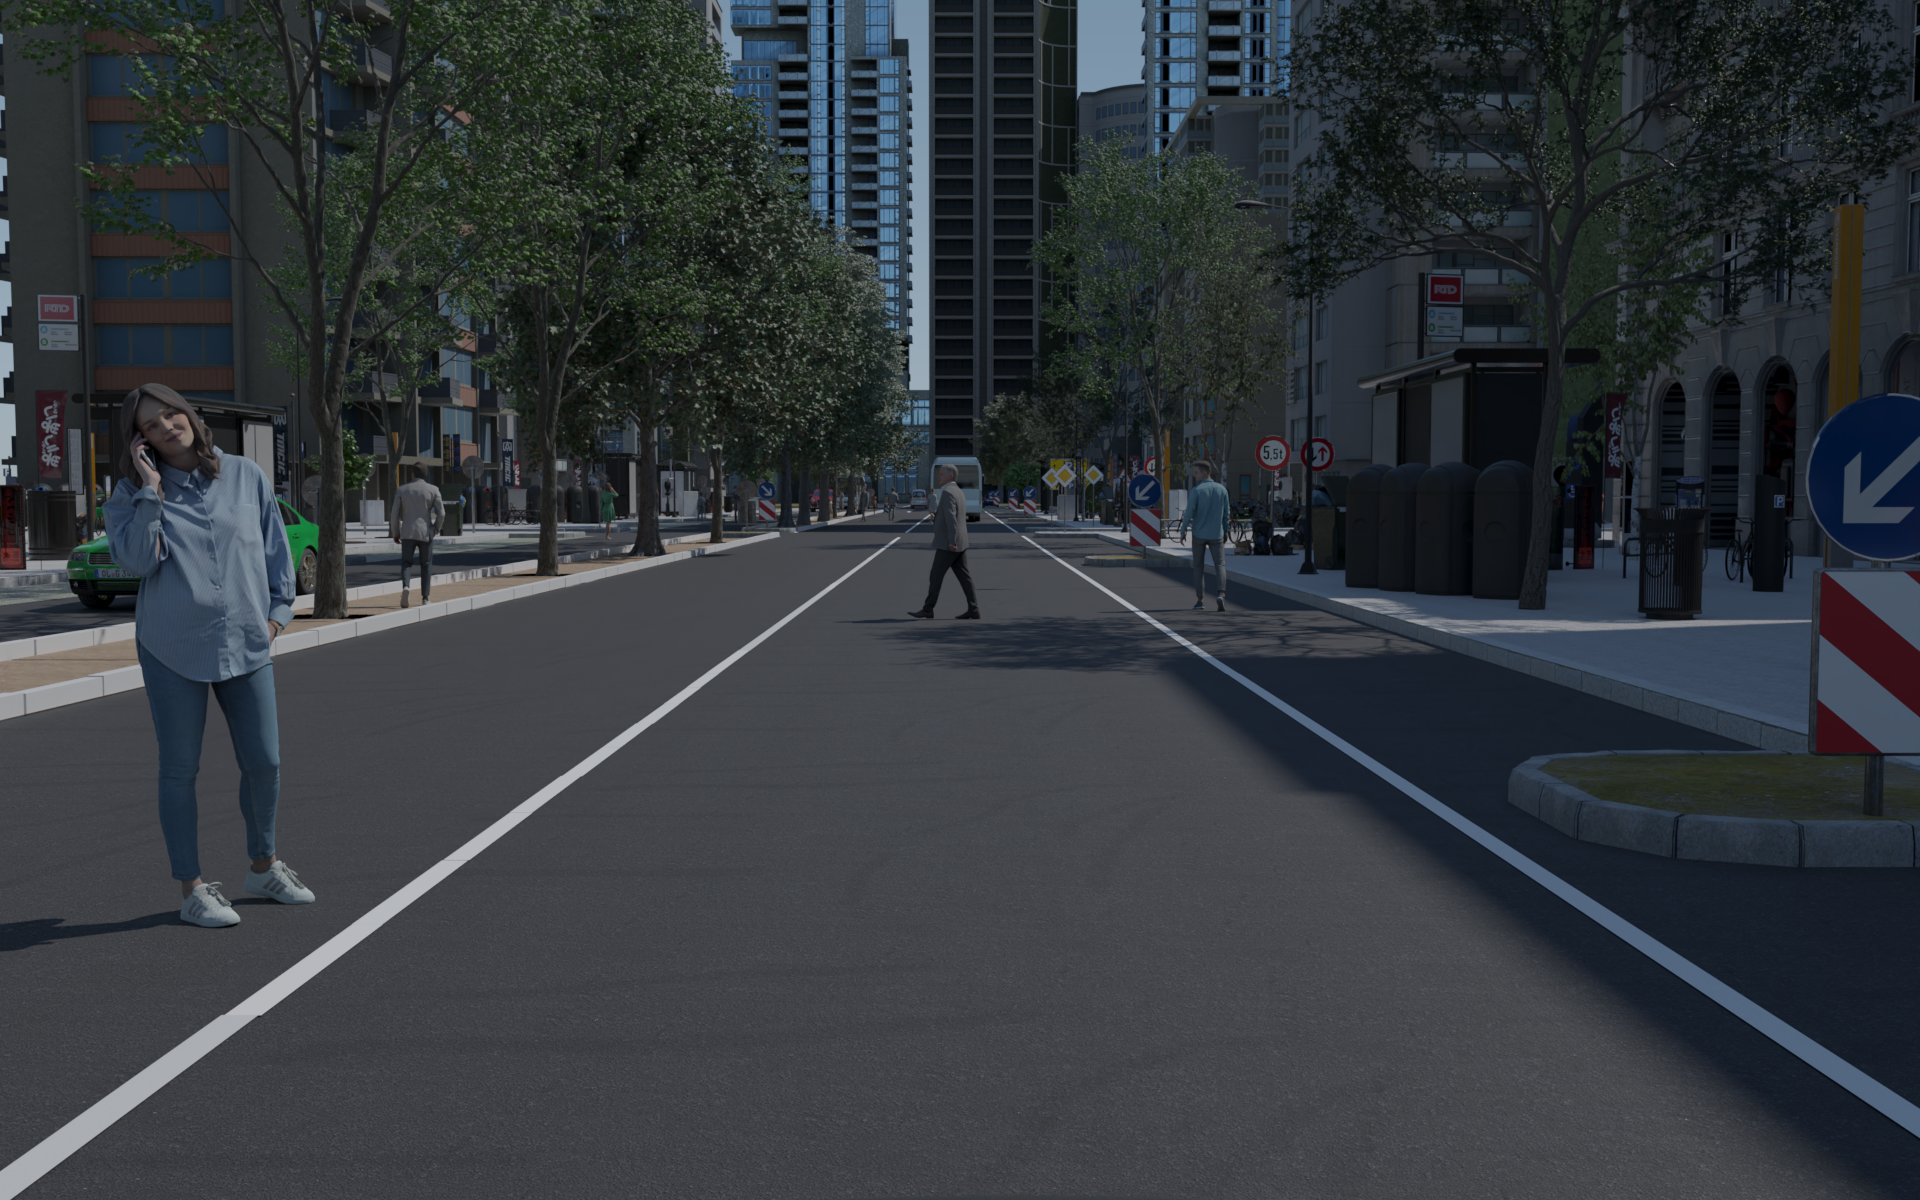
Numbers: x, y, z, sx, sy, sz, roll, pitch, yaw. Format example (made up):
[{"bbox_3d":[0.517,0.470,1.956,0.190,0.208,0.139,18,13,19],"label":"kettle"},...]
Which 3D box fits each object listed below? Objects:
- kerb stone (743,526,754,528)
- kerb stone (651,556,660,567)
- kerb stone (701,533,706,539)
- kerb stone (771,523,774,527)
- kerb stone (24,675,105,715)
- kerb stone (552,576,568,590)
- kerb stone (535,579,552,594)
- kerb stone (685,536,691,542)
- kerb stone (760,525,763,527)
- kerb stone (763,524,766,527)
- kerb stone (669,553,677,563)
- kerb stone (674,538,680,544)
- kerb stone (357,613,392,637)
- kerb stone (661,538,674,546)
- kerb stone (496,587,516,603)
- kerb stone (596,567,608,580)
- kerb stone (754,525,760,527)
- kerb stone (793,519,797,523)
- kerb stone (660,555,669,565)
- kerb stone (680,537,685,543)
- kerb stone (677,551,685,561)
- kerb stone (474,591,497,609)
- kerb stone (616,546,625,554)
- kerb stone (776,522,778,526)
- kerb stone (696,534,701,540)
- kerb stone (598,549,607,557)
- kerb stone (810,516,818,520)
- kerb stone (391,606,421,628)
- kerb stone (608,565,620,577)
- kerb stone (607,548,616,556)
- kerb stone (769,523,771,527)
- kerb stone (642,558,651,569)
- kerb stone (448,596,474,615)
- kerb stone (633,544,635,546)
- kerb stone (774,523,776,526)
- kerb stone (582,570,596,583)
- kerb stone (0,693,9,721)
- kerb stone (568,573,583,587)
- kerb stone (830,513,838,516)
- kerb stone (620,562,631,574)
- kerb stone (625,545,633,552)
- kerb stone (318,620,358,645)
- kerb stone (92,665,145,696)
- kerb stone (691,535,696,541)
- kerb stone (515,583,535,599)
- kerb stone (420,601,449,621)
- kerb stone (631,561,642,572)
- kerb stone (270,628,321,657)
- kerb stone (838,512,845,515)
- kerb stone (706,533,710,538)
[{"bbox_3d":[-8.253,-2.777,67.598,0.120,0.150,1.000,0,3,0],"label":"kerb stone"},{"bbox_3d":[-6.133,-0.738,34.267,0.120,0.150,1.000,0,3,0],"label":"kerb stone"},{"bbox_3d":[-8.251,-1.986,54.728,0.120,0.150,1.000,0,3,0],"label":"kerb stone"},{"bbox_3d":[-8.254,-3.215,74.774,0.120,0.150,1.000,0,3,0],"label":"kerb stone"},{"bbox_3d":[-6.110,0.651,11.722,0.120,0.150,1.000,0,3,0],"label":"kerb stone"},{"bbox_3d":[-6.120,-0.237,26.076,0.120,0.150,1.000,0,3,0],"label":"kerb stone"},{"bbox_3d":[-6.118,-0.173,25.054,0.120,0.150,1.000,0,3,0],"label":"kerb stone"},{"bbox_3d":[-8.245,-1.796,51.639,0.120,0.150,1.000,0,3,0],"label":"kerb stone"},{"bbox_3d":[-8.261,-2.965,70.670,0.120,0.150,1.000,0,3,0],"label":"kerb stone"},{"bbox_3d":[-8.262,-3.025,71.701,0.120,0.150,1.000,0,3,0],"label":"kerb stone"},{"bbox_3d":[-6.133,-0.861,36.316,0.120,0.150,1.000,0,3,0],"label":"kerb stone"},{"bbox_3d":[-8.242,-1.675,49.591,0.120,0.150,1.000,0,3,0],"label":"kerb stone"},{"bbox_3d":[-6.110,0.264,17.871,0.120,0.150,1.000,0,3,0],"label":"kerb stone"},{"bbox_3d":[-8.240,-1.613,48.563,0.120,0.150,1.000,0,3,0],"label":"kerb stone"},{"bbox_3d":[-6.118,-0.049,23.007,0.120,0.150,1.000,0,3,0],"label":"kerb stone"},{"bbox_3d":[-6.127,-0.422,29.153,0.120,0.150,1.000,0,3,0],"label":"kerb stone"},{"bbox_3d":[-8.251,-2.902,69.648,0.120,0.150,1.000,0,3,0],"label":"kerb stone"},{"bbox_3d":[-8.272,-4.031,88.100,0.120,0.150,1.000,0,3,0],"label":"kerb stone"},{"bbox_3d":[-6.129,-0.798,35.289,0.120,0.150,1.000,0,3,0],"label":"kerb stone"},{"bbox_3d":[-8.246,-1.738,50.613,0.120,0.150,1.000,0,3,0],"label":"kerb stone"},{"bbox_3d":[-6.132,-0.927,37.348,0.120,0.150,1.000,0,3,0],"label":"kerb stone"},{"bbox_3d":[-6.109,0.019,21.984,0.120,0.150,1.000,0,3,0],"label":"kerb stone"},{"bbox_3d":[-8.235,-1.170,41.391,0.120,0.150,1.000,0,3,0],"label":"kerb stone"},{"bbox_3d":[-8.256,-3.341,76.818,0.120,0.150,1.000,0,3,0],"label":"kerb stone"},{"bbox_3d":[-8.244,-1.927,53.698,0.120,0.150,1.000,0,3,0],"label":"kerb stone"},{"bbox_3d":[-8.235,-1.049,39.346,0.120,0.150,1.000,0,3,0],"label":"kerb stone"},{"bbox_3d":[-8.279,-4.657,98.343,0.120,0.150,1.000,0,3,0],"label":"kerb stone"},{"bbox_3d":[-6.122,0.206,18.902,0.120,0.150,1.000,0,3,0],"label":"kerb stone"},{"bbox_3d":[-6.125,-0.486,30.179,0.120,0.150,1.000,0,3,0],"label":"kerb stone"},{"bbox_3d":[-8.235,-1.112,40.369,0.120,0.150,1.000,0,3,0],"label":"kerb stone"},{"bbox_3d":[-8.263,-3.153,73.745,0.120,0.150,1.000,0,3,0],"label":"kerb stone"},{"bbox_3d":[-6.126,-0.665,33.246,0.120,0.150,1.000,0,3,0],"label":"kerb stone"},{"bbox_3d":[-6.114,0.076,20.949,0.120,0.150,1.000,0,3,0],"label":"kerb stone"},{"bbox_3d":[-8.230,-1.299,43.436,0.120,0.150,1.000,0,3,0],"label":"kerb stone"},{"bbox_3d":[-8.266,-3.278,75.796,0.120,0.150,1.000,0,3,0],"label":"kerb stone"},{"bbox_3d":[-6.119,-0.363,28.131,0.120,0.150,1.000,0,3,0],"label":"kerb stone"},{"bbox_3d":[-6.106,0.704,10.684,0.120,0.150,1.000,0,3,0],"label":"kerb stone"},{"bbox_3d":[-6.115,-0.300,27.097,0.120,0.150,1.000,0,3,0],"label":"kerb stone"},{"bbox_3d":[-8.290,-5.598,113.715,0.120,0.150,1.000,0,3,0],"label":"kerb stone"},{"bbox_3d":[-6.122,-0.546,31.201,0.120,0.150,1.000,0,3,0],"label":"kerb stone"},{"bbox_3d":[-8.235,-1.237,42.413,0.120,0.150,1.000,0,3,0],"label":"kerb stone"},{"bbox_3d":[-6.113,0.327,16.848,0.120,0.150,1.000,0,3,0],"label":"kerb stone"},{"bbox_3d":[-6.111,0.578,12.743,0.120,0.150,1.000,0,3,0],"label":"kerb stone"},{"bbox_3d":[-8.245,-1.864,52.674,0.120,0.150,1.000,0,3,0],"label":"kerb stone"},{"bbox_3d":[-6.116,-0.112,24.029,0.120,0.150,1.000,0,3,0],"label":"kerb stone"},{"bbox_3d":[-6.118,0.139,19.923,0.120,0.150,1.000,0,3,0],"label":"kerb stone"},{"bbox_3d":[-6.125,-0.613,32.223,0.120,0.150,1.000,0,3,0],"label":"kerb stone"},{"bbox_3d":[-6.110,0.396,15.821,0.120,0.150,1.000,0,3,0],"label":"kerb stone"},{"bbox_3d":[-8.304,-6.036,120.883,0.120,0.150,1.000,0,3,0],"label":"kerb stone"},{"bbox_3d":[-8.252,-2.053,55.763,0.120,0.150,1.000,0,3,0],"label":"kerb stone"}]
